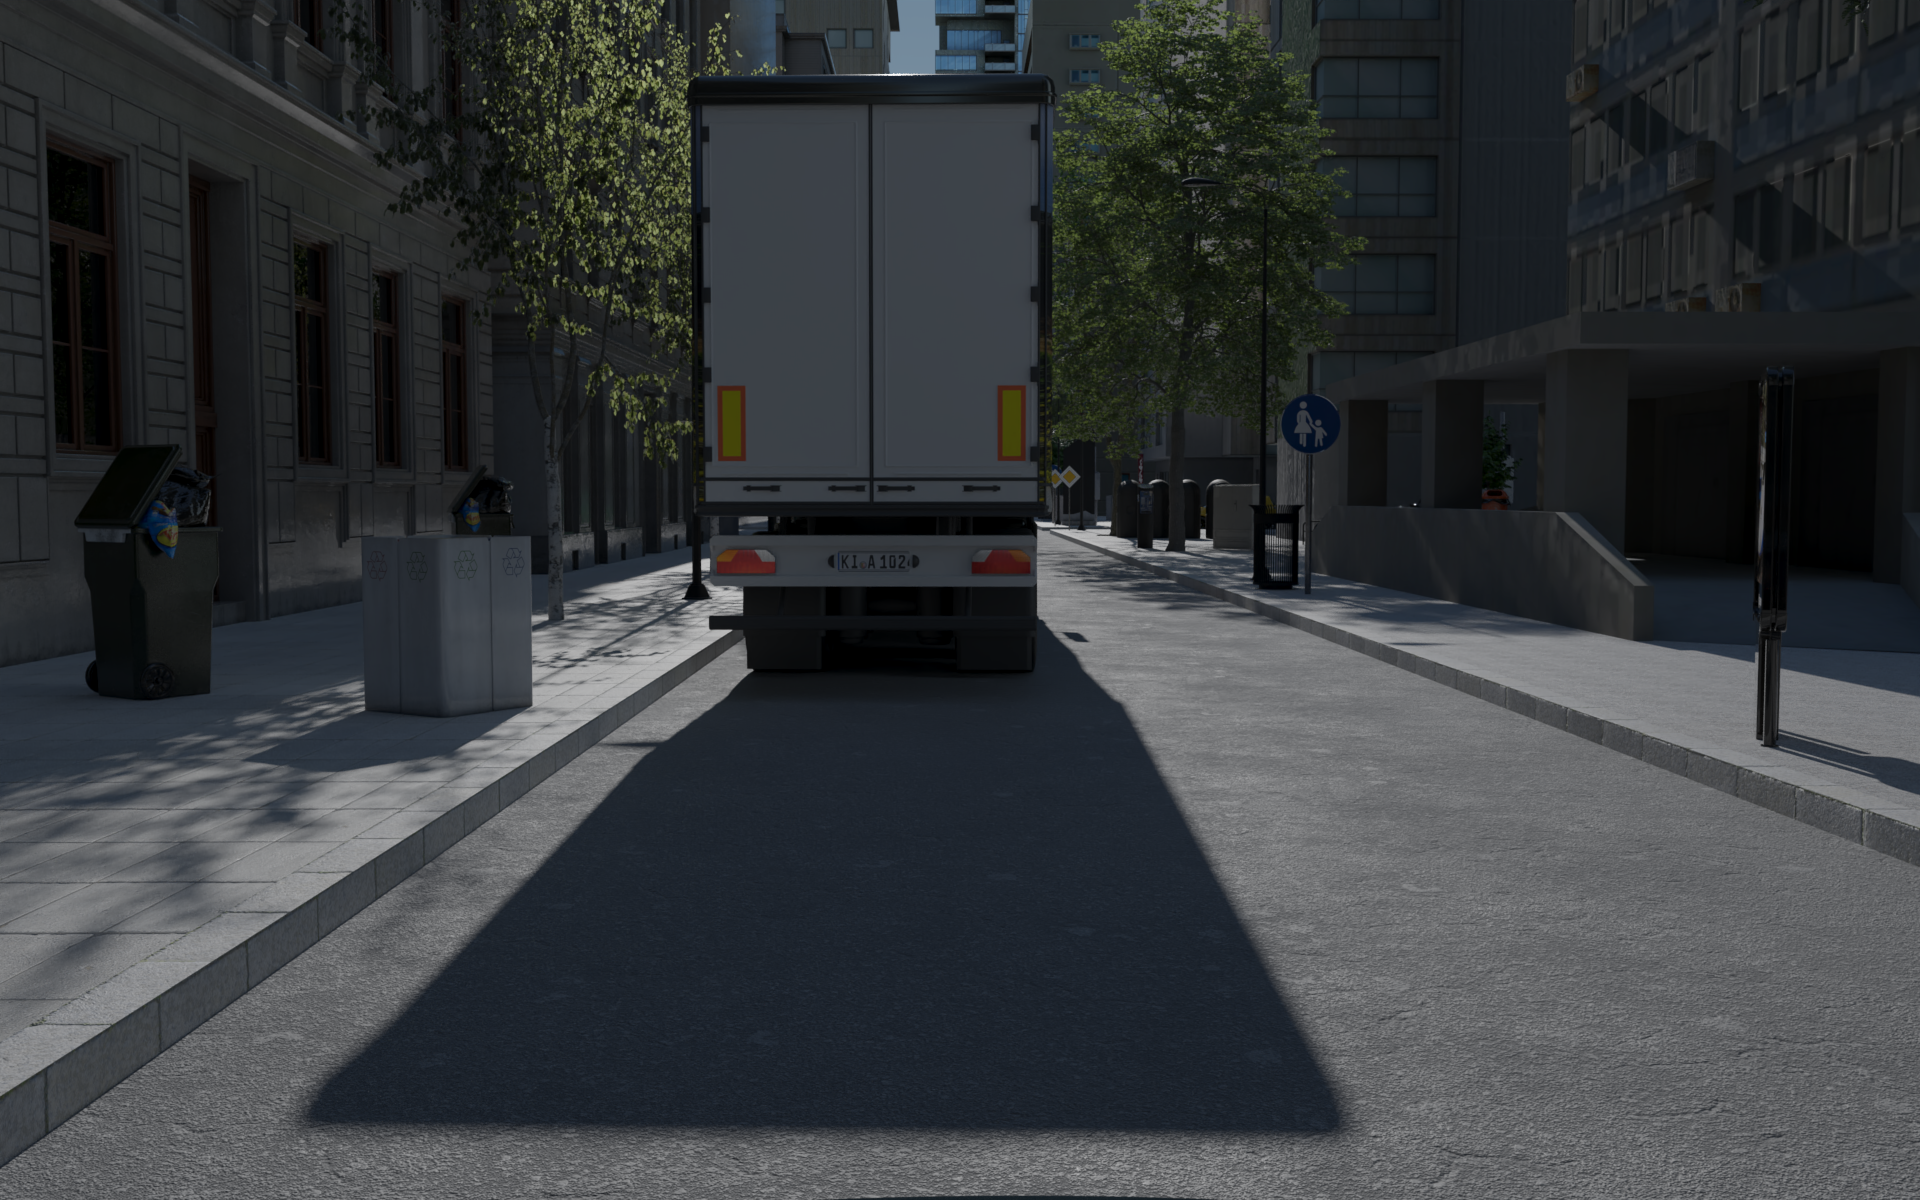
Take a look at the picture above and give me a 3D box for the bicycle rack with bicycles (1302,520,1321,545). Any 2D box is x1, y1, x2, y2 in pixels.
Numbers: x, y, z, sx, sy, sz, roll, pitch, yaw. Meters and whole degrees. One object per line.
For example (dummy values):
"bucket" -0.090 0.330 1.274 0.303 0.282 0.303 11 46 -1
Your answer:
"bicycle rack with bicycles" 9.833 -1.804 42.884 2.925 0.926 2.852 0 4 -6

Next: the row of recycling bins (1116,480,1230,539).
"row of recycling bins" 6.223 -2.642 50.314 3.534 1.692 1.069 2 4 24

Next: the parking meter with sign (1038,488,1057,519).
"parking meter with sign" 4.754 -5.662 88.829 1.738 3.016 0.543 3 5 42

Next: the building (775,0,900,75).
"building" -20.552 -35.600 171.296 28.713 52.752 27.495 0 4 0

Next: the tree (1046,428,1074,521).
"tree" 4.711 -6.155 84.356 4.285 4.588 4.351 0 3 0

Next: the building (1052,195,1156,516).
"building" 20.461 -16.493 114.706 27.650 21.520 28.899 0 4 0

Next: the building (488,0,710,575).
"building" -11.170 -11.417 35.814 9.793 20.994 18.267 0 4 0

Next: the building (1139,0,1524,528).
"building" 15.658 -24.079 77.291 14.086 41.232 14.154 0 4 0

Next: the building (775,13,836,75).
"building" -12.797 -16.285 85.323 14.314 24.678 30.058 0 4 0

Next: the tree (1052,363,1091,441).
"tree" 5.224 -8.806 94.345 4.737 8.622 4.395 0 3 0

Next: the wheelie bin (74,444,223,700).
"wheelie bin" -5.173 -0.194 11.079 0.980 1.594 0.693 2 4 34

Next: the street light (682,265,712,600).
"street light" -2.669 -2.962 20.965 1.470 5.913 1.316 0 4 0

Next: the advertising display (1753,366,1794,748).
"advertising display" 4.275 -0.240 9.133 0.123 1.923 0.974 1 4 22

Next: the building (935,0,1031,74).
"building" 8.269 -56.638 238.700 31.000 86.520 22.319 0 4 0

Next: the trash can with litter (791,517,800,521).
"trash can with litter" -4.624 -2.083 45.443 1.055 1.170 0.624 -1 4 -13

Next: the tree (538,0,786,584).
"tree" -3.951 -4.711 27.391 4.360 8.622 3.978 0 3 0

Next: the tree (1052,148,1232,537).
"tree" 4.686 -7.750 52.461 9.928 11.665 9.643 0 3 0

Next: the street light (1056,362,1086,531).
"street light" 3.744 -5.403 60.887 1.470 5.913 1.316 0 4 0

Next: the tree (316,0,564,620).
"tree" -4.081 -4.086 17.162 4.360 8.622 3.978 0 3 0

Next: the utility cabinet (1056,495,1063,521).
"utility cabinet" 4.571 -4.135 78.772 0.306 1.237 1.020 -1 4 -9

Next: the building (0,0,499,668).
"building" -12.061 -11.000 16.006 11.583 22.565 21.152 0 4 0

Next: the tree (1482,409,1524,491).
"tree" 11.991 -2.715 38.994 1.663 3.219 1.824 0 3 0

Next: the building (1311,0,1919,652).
"building" 21.923 -20.125 20.932 32.217 40.220 23.993 0 4 0

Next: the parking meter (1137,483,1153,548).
"parking meter" 4.398 -1.999 41.087 0.372 1.533 0.369 0 3 0

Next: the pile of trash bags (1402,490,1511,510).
"pile of trash bags" 9.586 -1.596 35.852 3.447 1.369 1.912 1 4 17

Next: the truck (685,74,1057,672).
"truck" -0.449 -1.731 17.216 2.839 4.237 11.283 0 4 2

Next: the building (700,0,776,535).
"building" -15.695 -16.271 51.934 20.117 28.700 13.634 0 4 0

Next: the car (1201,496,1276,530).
"car" 10.250 -3.409 65.964 3.980 1.641 2.015 0 4 0

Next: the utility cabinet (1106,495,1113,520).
"utility cabinet" 7.413 -4.505 84.813 0.306 1.237 1.020 1 4 20

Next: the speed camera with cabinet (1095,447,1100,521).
"speed camera with cabinet" 5.215 -4.806 72.909 0.660 3.252 2.038 -1 4 -20

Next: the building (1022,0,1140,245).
"building" 16.856 -32.925 162.031 21.300 48.544 21.600 0 4 0

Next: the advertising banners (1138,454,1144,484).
"advertising banners" 8.122 -4.786 74.440 0.090 3.025 2.074 -1 4 -22

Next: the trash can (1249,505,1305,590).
"trash can" 4.267 -0.718 23.385 0.748 1.137 0.748 0 3 0

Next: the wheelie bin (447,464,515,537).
"wheelie bin" -5.166 -0.662 18.726 0.693 1.594 0.980 -1 4 -21

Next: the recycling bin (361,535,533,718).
"recycling bin" -3.061 0.134 10.358 0.722 1.027 0.722 2 4 32

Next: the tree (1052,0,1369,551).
"tree" 5.295 -7.368 38.598 7.486 12.596 7.792 0 3 0

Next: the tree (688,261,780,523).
"tree" -3.779 -5.257 36.309 4.737 8.622 4.395 0 3 0

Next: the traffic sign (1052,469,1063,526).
"traffic sign" 3.782 -3.993 68.923 0.795 2.450 0.064 0 4 0

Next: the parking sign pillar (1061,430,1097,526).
"parking sign pillar" 4.867 -5.036 70.810 1.447 3.967 1.447 0 4 5

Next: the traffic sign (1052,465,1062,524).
"traffic sign" 4.059 -4.606 75.409 0.768 2.556 0.104 1 4 9

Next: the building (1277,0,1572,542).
"building" 16.256 -22.479 51.127 14.154 41.232 14.086 0 4 0

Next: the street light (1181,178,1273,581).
"street light" 3.951 -3.246 25.611 1.470 5.913 1.316 0 4 0

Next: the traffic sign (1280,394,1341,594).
"traffic sign" 4.456 -1.346 22.111 0.768 2.556 0.104 0 4 2

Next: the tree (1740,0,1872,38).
"tree" 4.805 -4.302 4.745 8.767 10.594 7.601 0 4 5

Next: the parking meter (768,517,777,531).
"parking meter" -4.656 -2.153 43.608 0.372 1.533 0.369 0 3 0

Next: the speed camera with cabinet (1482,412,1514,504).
"speed camera with cabinet" 12.649 -2.942 42.437 0.660 3.252 2.038 -2 4 -23

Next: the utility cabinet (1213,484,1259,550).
"utility cabinet" 6.317 -1.892 39.608 0.318 1.500 1.173 -3 4 -39

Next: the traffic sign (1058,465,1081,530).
"traffic sign" 3.846 -3.504 60.938 0.795 2.450 0.064 0 4 0
